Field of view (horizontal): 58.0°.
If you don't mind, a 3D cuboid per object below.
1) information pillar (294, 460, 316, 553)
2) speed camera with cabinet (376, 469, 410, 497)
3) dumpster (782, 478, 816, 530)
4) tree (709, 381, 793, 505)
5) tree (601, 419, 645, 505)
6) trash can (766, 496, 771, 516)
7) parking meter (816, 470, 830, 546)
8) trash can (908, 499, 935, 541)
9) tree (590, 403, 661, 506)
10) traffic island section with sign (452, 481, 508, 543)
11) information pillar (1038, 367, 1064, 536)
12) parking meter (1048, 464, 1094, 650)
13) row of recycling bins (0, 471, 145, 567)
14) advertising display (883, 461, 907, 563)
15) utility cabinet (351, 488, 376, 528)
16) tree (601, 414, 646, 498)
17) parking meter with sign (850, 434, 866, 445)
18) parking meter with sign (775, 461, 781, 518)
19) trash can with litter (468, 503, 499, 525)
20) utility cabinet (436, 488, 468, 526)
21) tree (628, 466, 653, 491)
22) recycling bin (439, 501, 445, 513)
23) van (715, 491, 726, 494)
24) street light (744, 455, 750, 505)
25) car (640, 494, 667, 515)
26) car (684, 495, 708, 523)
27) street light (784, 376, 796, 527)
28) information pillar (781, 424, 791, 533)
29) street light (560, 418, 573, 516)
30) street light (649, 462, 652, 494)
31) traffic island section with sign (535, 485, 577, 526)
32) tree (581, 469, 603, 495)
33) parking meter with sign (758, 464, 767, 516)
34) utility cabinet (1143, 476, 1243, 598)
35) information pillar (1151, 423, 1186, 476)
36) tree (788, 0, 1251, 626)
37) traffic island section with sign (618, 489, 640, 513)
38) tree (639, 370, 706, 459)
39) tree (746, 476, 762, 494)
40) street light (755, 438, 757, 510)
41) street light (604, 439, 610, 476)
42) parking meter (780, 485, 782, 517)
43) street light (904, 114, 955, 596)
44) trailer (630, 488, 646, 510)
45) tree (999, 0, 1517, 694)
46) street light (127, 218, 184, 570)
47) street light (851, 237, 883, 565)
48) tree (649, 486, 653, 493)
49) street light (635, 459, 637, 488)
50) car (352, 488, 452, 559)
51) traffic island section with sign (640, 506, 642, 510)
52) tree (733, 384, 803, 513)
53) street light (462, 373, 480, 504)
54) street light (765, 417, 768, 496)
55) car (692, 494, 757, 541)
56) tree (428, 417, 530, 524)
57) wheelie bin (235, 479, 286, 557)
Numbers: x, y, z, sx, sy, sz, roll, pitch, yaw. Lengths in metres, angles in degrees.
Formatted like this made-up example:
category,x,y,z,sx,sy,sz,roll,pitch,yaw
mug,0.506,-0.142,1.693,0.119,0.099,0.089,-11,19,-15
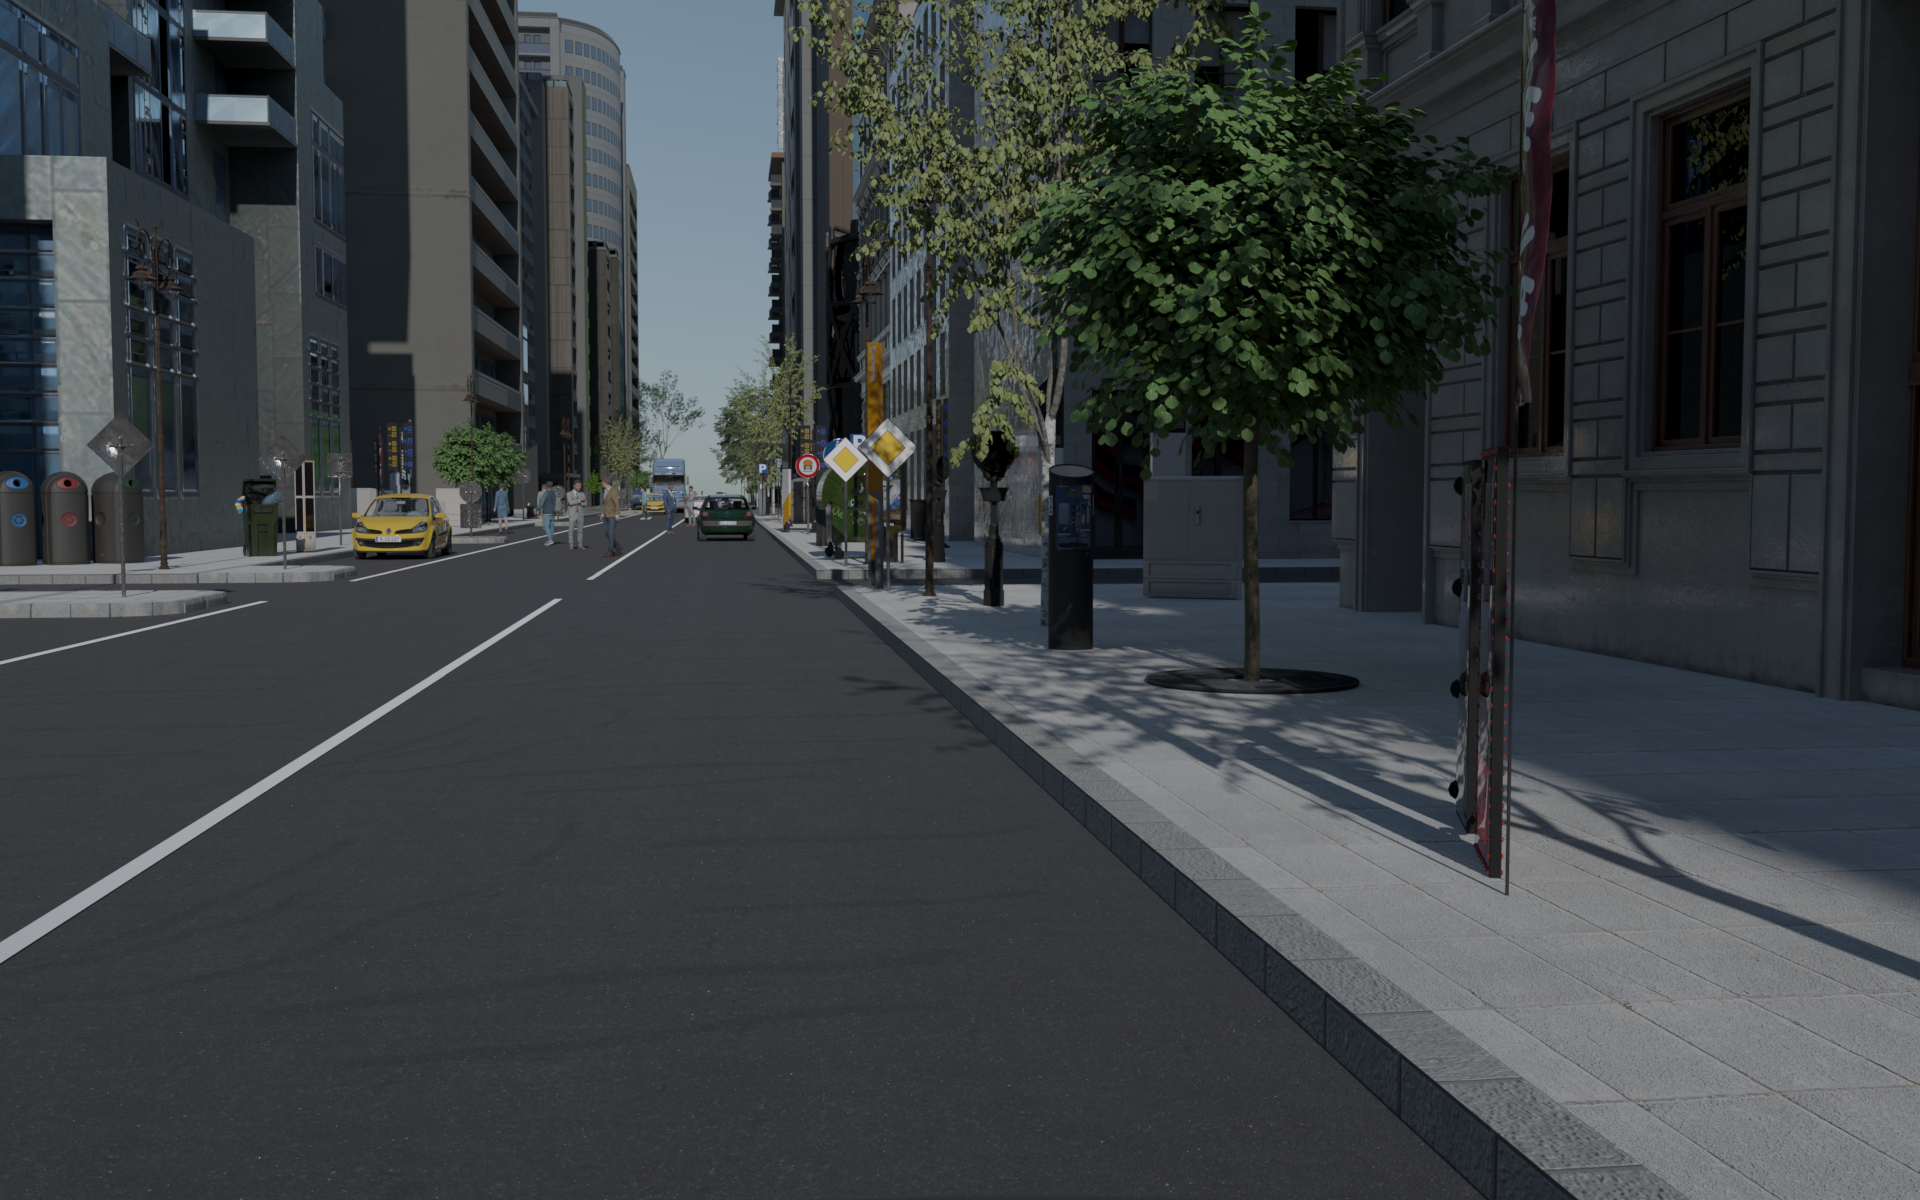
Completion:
category,x,y,z,sx,sy,sz,roll,pitch,yaw
information pillar,-14.344,-2.045,37.934,0.304,2.012,0.304,2,4,31
speed camera with cabinet,-24.360,-4.867,73.917,0.660,3.252,2.038,1,4,22
dumpster,-5.622,-3.396,61.289,1.264,1.857,1.865,0,4,-8
tree,-23.365,-17.674,195.619,9.857,13.997,8.962,0,3,0
tree,-32.978,-13.400,169.454,4.360,8.622,3.978,0,3,0
trash can,-11.621,-5.594,103.122,0.748,1.137,0.748,0,3,0
parking meter,-3.339,-2.252,42.534,0.255,1.863,0.399,2,4,30
trash can,-1.054,-2.182,47.328,0.748,1.137,0.748,0,3,0
tree,-34.675,-14.939,178.669,8.767,10.594,7.601,1,4,17
traffic island section with sign,-14.472,-2.606,51.240,1.989,1.847,2.006,0,4,-8
information pillar,1.656,-2.439,31.240,0.504,3.616,0.183,2,4,28
parking meter,0.919,-0.363,14.344,0.372,1.533,0.369,0,3,0
row of recycling bins,-16.648,-1.476,31.251,3.534,1.692,1.069,-3,5,-45
advertising display,-1.300,-1.672,32.543,0.123,1.923,0.974,-2,4,-32
utility cabinet,-22.444,-3.452,65.123,1.173,1.500,0.318,2,4,30
tree,-31.506,-12.867,160.729,4.737,8.622,4.395,0,3,0
parking meter with sign,-2.674,-3.265,49.638,0.543,3.016,1.738,-1,4,-18
parking meter with sign,-8.774,-5.788,90.892,1.738,3.016,0.543,1,4,17
trash can with litter,-19.892,-3.642,70.600,2.233,1.210,1.678,-1,4,-12
utility cabinet,-19.948,-3.631,68.050,1.173,1.500,0.318,0,3,0
tree,-36.972,-13.264,200.583,4.285,4.588,4.351,0,3,0
recycling bin,-18.248,-2.884,59.709,0.722,1.027,0.722,3,5,39
van,-31.127,-13.375,225.690,2.013,2.044,4.112,0,4,-6
street light,-21.925,-12.661,179.792,0.468,5.910,1.993,0,4,-8
car,-21.386,-6.795,121.327,2.015,1.641,3.980,-1,4,-9
car,-12.865,-4.571,87.092,2.083,1.381,4.827,0,4,-6
street light,-6.652,-5.826,68.042,0.468,5.910,1.993,0,4,-8
information pillar,-5.779,-4.056,57.668,0.183,3.616,0.504,-2,4,-31
street light,-23.890,-8.132,105.742,0.468,5.910,1.993,0,4,-8
street light,-40.212,-15.424,224.969,0.468,5.910,1.993,0,4,-8
traffic island section with sign,-18.204,-4.279,78.582,1.989,1.847,2.006,0,4,-8
tree,-28.718,-8.672,136.387,1.663,3.219,1.824,0,3,0
parking meter with sign,-11.490,-6.379,100.554,0.543,3.016,1.738,-1,4,-9
utility cabinet,2.855,-0.769,21.258,1.173,1.500,0.318,1,4,22
information pillar,2.833,-1.964,23.474,0.504,3.616,0.183,-1,4,-13
tree,0.623,-4.059,16.722,4.737,8.622,4.395,0,3,0
traffic island section with sign,-24.959,-7.321,128.325,1.989,1.847,2.006,0,4,-8
tree,-44.003,-24.834,261.924,12.611,20.169,13.585,0,3,0
tree,-19.310,-10.533,166.809,1.663,3.219,1.824,0,3,0
street light,-16.887,-10.420,143.157,0.468,5.910,1.993,0,4,-8
street light,-28.983,-10.377,142.447,0.468,5.910,1.993,0,4,-8
parking meter,-9.867,-5.566,96.715,0.255,1.863,0.399,0,4,4
street light,-0.383,-2.987,21.620,0.468,5.910,1.993,0,4,-8
trailer,-28.027,-8.814,151.162,1.471,1.999,3.904,0,4,-6
tree,1.968,-1.714,11.735,4.285,4.588,4.351,0,3,0
street light,-13.549,-3.457,29.312,0.468,5.910,1.993,0,4,-8
street light,-1.679,-3.585,31.399,0.468,5.910,1.993,0,4,-8
tree,-42.582,-15.110,241.642,1.663,3.219,1.824,0,3,0
street light,-35.085,-13.154,187.863,0.468,5.910,1.993,0,4,-8
car,-12.630,-1.778,39.298,2.015,1.641,3.980,-1,4,-8
traffic island section with sign,-28.619,-8.973,155.340,1.989,1.847,2.006,0,4,-8
tree,-12.622,-10.059,114.824,4.360,8.622,3.978,0,3,0
street light,-18.668,-5.717,66.264,0.468,5.910,1.993,0,4,-8
street light,-11.677,-8.067,104.679,0.468,5.910,1.993,0,4,-8
car,-7.331,-2.709,54.072,2.009,1.686,4.222,-1,4,-10
tree,-21.073,-5.745,77.651,4.285,4.588,4.351,0,3,0
wheelie bin,-14.409,-1.703,35.758,0.980,1.594,0.693,-2,4,-31
